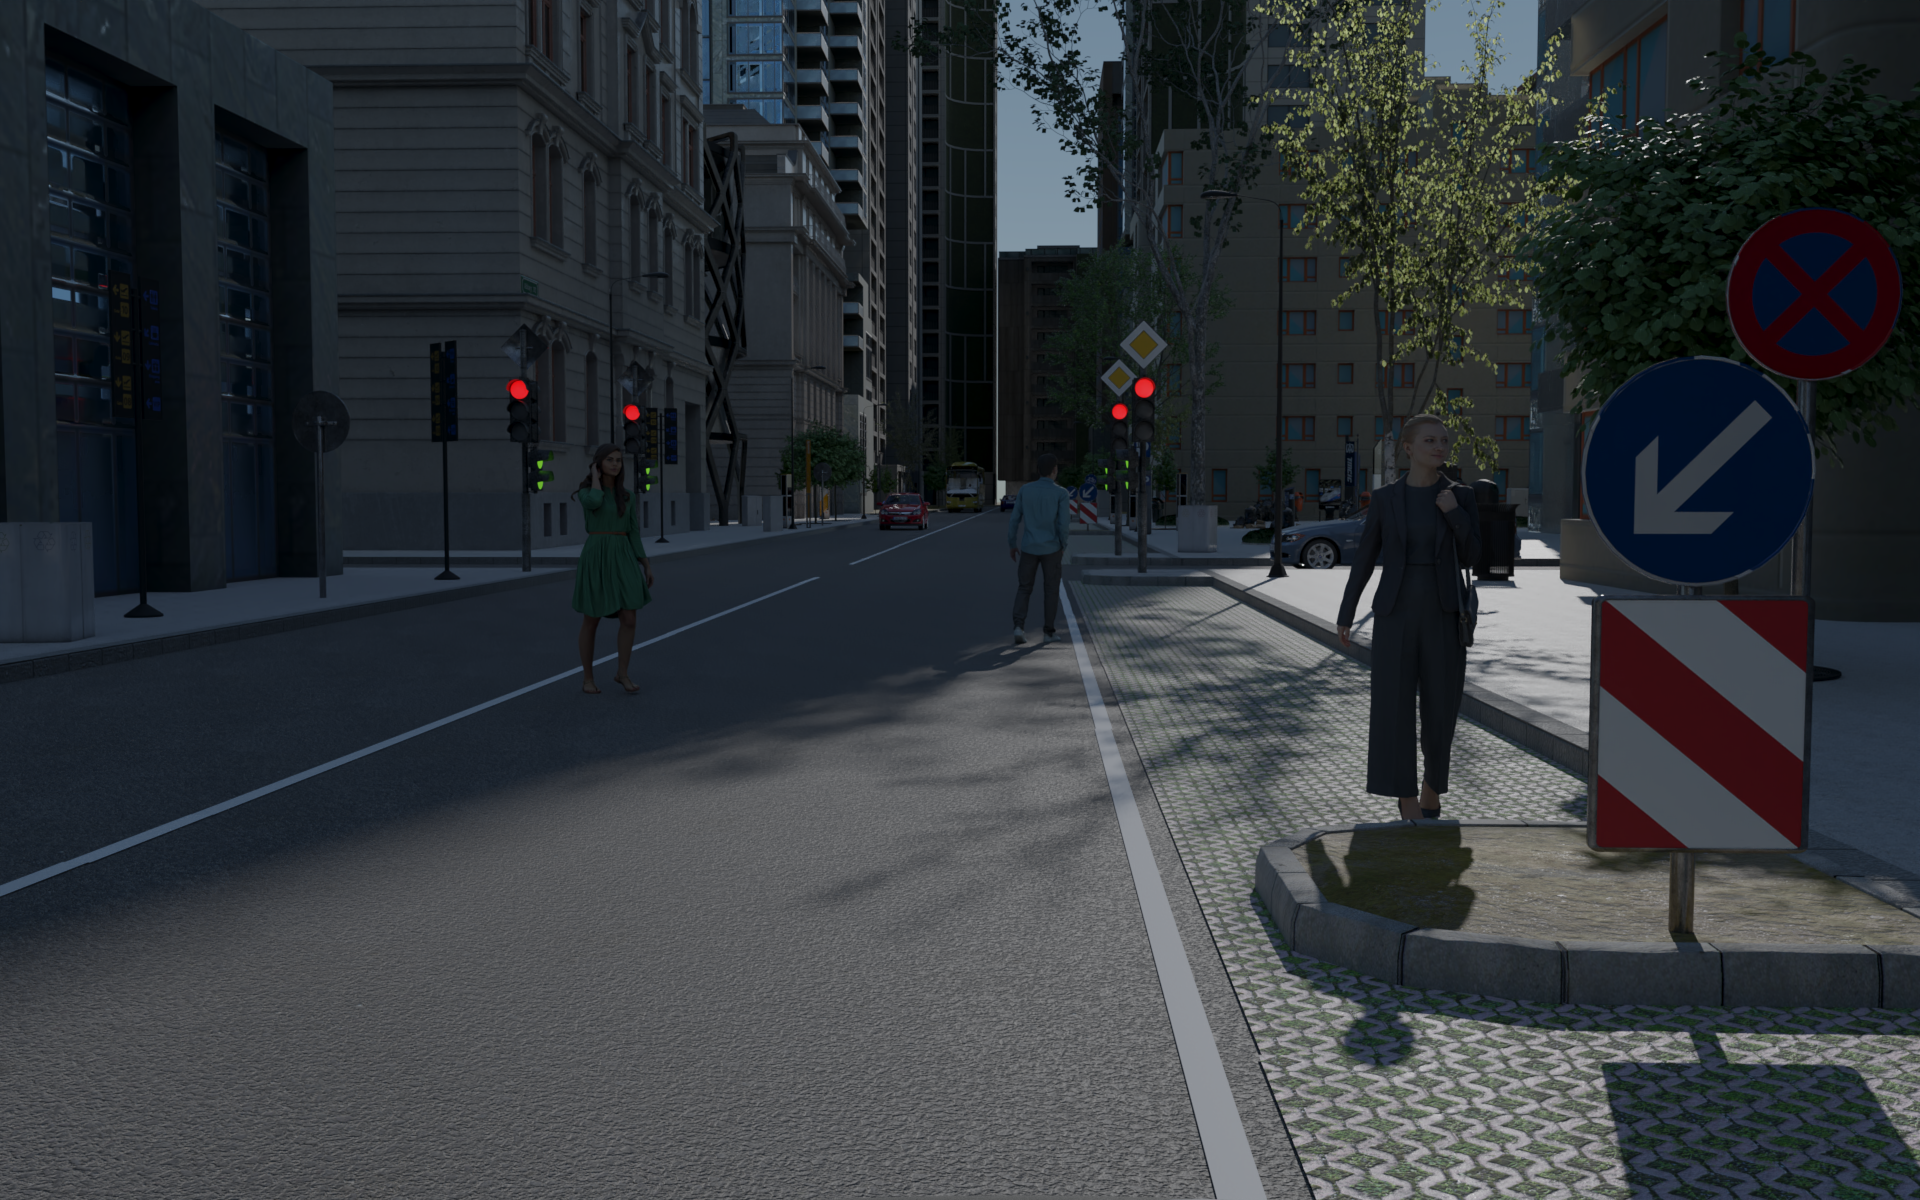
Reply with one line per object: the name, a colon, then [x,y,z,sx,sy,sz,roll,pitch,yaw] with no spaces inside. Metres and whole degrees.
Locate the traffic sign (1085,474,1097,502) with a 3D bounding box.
traffic sign: [8.345,-6.743,110.359,0.768,2.556,0.104,1,4,9]

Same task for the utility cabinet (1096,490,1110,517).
utility cabinet: [8.090,-5.322,95.696,1.173,1.500,0.318,-2,4,-26]

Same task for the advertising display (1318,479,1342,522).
advertising display: [16.121,-4.297,75.465,0.974,1.923,0.123,1,4,18]

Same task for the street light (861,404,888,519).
street light: [-4.409,-7.126,89.053,1.470,5.913,1.316,0,4,2]

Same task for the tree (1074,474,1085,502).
tree: [10.334,-9.308,146.780,1.663,3.219,1.824,0,3,0]

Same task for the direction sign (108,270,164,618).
direction sign: [-8.530,-1.590,17.994,0.379,3.537,0.876,0,4,6]

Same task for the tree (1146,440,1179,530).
tree: [7.456,-4.145,62.372,1.663,3.219,1.824,0,3,0]

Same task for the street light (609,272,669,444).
street light: [-6.779,-3.906,36.404,1.470,5.913,1.316,0,4,2]

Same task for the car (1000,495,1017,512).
car: [4.179,-7.786,139.888,1.945,1.354,3.894,0,4,4]

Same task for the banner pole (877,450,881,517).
banner pole: [-4.636,-6.671,99.085,0.401,3.779,0.863,-1,4,-17]

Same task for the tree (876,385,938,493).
tree: [-3.567,-10.235,117.705,4.360,8.622,3.978,0,3,0]

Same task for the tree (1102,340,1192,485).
tree: [8.626,-7.882,79.231,4.737,8.622,4.395,0,3,0]

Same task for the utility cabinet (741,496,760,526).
utility cabinet: [-8.311,-3.553,69.249,0.306,1.237,1.020,2,4,28]

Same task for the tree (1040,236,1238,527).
tree: [6.915,-8.745,68.734,9.928,11.665,9.643,0,3,0]

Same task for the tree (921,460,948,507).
tree: [-2.075,-11.244,167.547,4.285,4.588,4.351,0,3,0]

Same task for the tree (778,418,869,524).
tree: [-6.142,-5.559,74.605,4.285,4.588,4.351,0,3,0]

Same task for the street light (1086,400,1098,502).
street light: [6.865,-6.866,84.802,1.470,5.913,1.316,0,4,2]

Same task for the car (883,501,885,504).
car: [-2.582,-4.329,80.367,1.945,1.707,3.694,0,4,2]

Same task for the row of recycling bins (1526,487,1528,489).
row of recycling bins: [27.838,-4.456,79.966,3.534,1.692,1.069,0,4,4]

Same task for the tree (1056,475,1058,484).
tree: [11.753,-12.091,181.403,4.285,4.588,4.351,0,3,0]

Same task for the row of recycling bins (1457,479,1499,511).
row of recycling bins: [13.543,-2.547,48.763,3.534,1.692,1.069,-1,4,-20]

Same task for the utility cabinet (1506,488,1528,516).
utility cabinet: [22.172,-3.651,68.372,1.173,1.500,0.318,-1,4,-16]

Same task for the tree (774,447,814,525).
tree: [-7.032,-4.671,70.975,1.663,3.219,1.824,0,3,0]

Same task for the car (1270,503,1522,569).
car: [7.993,-1.221,31.968,4.499,1.417,2.014,0,4,1]

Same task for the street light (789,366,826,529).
street light: [-5.550,-5.528,62.918,1.470,5.913,1.316,0,4,2]

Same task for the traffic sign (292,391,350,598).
traffic sign: [-7.877,-1.299,21.342,0.768,2.556,0.104,1,4,9]

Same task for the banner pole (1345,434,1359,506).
banner pole: [16.331,-5.016,72.026,0.401,3.779,0.863,-3,5,-41]

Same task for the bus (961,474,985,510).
bus: [0.666,-10.000,155.042,2.896,3.916,12.252,0,4,4]

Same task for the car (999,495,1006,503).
car: [4.743,-9.244,163.498,2.083,1.381,4.827,0,4,1]

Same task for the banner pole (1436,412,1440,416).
banner pole: [14.289,-3.819,52.460,0.863,3.779,0.401,-2,4,-34]

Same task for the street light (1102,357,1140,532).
street light: [5.540,-5.268,58.674,1.470,5.913,1.316,0,4,2]

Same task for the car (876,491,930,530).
car: [-2.264,-3.734,70.084,2.155,1.783,4.494,0,4,2]

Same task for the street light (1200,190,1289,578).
street light: [4.374,-3.309,26.639,1.470,5.913,1.316,0,4,2]

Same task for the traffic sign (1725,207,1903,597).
traffic sign: [3.800,-0.471,7.800,0.768,2.556,0.104,0,4,3]

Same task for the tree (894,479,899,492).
tree: [-4.707,-7.257,113.253,1.663,3.219,1.824,0,3,0]

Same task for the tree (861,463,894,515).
tree: [-5.336,-6.854,106.660,1.663,3.219,1.824,0,3,0]

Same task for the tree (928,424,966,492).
tree: [-1.260,-14.094,180.797,4.737,8.622,4.395,0,3,0]

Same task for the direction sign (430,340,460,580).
direction sign: [-7.695,-2.073,25.886,0.379,3.537,0.876,-3,5,-40]

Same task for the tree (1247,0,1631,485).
tree: [5.501,-4.328,21.130,4.360,8.622,3.978,0,3,0]

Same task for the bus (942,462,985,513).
bus: [0.440,-8.824,135.818,2.896,3.916,12.252,0,4,3]

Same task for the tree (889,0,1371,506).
tree: [5.058,-11.568,45.027,12.611,20.169,13.585,0,3,0]

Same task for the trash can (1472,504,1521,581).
trash can: [7.935,-0.862,25.754,0.748,1.137,0.748,0,3,0]

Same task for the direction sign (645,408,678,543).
direction sign: [-7.850,-3.275,45.551,0.876,3.537,0.379,-2,4,-26]

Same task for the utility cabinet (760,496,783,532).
utility cabinet: [-6.419,-2.950,59.387,0.306,1.237,1.020,1,4,19]

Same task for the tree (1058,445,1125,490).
tree: [9.663,-8.134,116.703,4.285,4.588,4.351,0,3,0]

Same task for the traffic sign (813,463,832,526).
traffic sign: [-5.586,-4.292,70.275,0.768,2.556,0.104,1,4,10]

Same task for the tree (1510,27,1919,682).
tree: [5.621,-1.753,12.380,4.285,4.588,4.351,0,3,0]

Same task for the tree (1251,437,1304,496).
tree: [10.693,-3.941,59.044,1.663,3.219,1.824,0,3,0]
